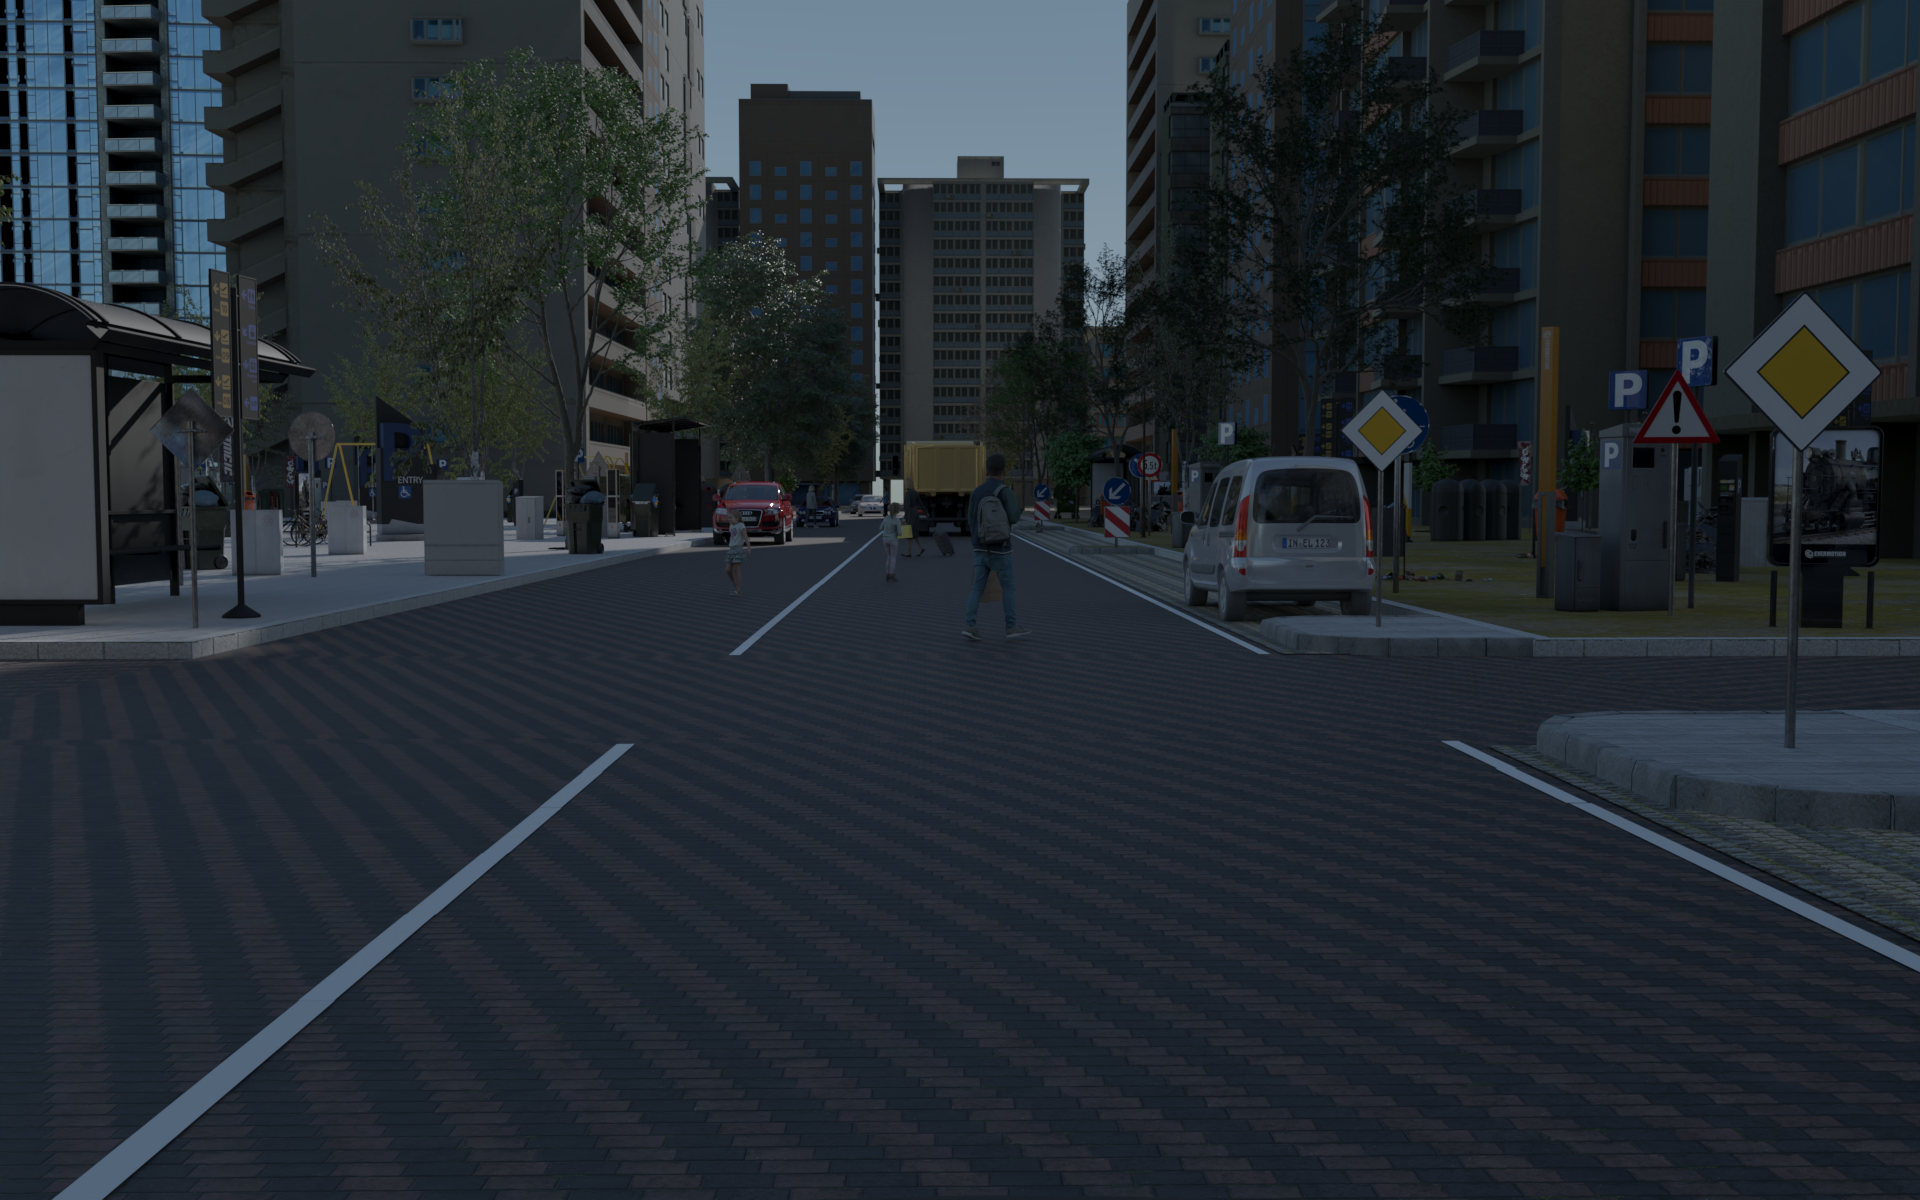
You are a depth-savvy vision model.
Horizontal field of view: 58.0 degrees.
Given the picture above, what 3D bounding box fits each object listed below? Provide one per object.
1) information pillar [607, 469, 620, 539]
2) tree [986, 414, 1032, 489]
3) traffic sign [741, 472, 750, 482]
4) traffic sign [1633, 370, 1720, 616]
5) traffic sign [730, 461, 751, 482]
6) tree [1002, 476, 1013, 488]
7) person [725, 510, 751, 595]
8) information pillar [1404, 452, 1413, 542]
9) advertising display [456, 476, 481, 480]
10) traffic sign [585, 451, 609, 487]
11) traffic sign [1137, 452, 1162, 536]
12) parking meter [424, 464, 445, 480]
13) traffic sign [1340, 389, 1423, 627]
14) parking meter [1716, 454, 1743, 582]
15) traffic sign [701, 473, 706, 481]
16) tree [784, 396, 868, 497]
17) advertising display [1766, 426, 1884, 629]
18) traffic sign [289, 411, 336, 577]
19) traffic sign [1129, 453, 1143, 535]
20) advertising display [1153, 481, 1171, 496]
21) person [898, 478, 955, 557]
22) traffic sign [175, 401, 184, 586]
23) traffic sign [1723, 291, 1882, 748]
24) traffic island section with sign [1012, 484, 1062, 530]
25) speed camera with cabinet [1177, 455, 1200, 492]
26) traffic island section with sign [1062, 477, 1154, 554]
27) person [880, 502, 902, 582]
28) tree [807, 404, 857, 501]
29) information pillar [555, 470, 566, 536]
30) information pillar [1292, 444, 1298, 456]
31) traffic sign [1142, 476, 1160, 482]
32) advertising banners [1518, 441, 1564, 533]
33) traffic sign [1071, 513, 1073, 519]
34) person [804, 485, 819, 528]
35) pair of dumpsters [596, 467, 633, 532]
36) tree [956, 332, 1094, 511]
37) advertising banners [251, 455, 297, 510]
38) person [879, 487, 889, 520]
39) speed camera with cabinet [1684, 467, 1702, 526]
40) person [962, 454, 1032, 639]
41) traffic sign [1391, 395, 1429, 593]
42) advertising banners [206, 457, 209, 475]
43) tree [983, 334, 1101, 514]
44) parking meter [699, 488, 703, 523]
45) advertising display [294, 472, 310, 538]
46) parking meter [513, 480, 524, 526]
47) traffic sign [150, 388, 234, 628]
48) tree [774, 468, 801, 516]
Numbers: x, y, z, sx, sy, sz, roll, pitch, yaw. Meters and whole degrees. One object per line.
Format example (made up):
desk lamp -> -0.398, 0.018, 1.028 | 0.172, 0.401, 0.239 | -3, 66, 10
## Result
information pillar -> -10.003, -2.782, 49.980 | 0.304, 2.012, 0.304 | 0, 4, 5
tree -> 4.203, -12.394, 153.011 | 4.737, 8.622, 4.395 | 0, 3, 0
traffic sign -> -11.368, -5.532, 90.548 | 0.768, 2.556, 0.104 | 0, 4, 1
traffic sign -> 7.511, -1.114, 18.225 | 0.884, 2.594, 0.081 | 0, 4, 4
traffic sign -> -8.635, -4.165, 68.108 | 0.884, 2.594, 0.081 | 0, 4, 6
tree -> 4.213, -10.508, 166.403 | 1.663, 3.219, 1.824 | 0, 3, 0
person -> -3.121, -0.681, 24.655 | 0.505, 1.210, 0.382 | 3, 5, 40
information pillar -> 11.923, -3.347, 46.076 | 0.183, 3.616, 0.504 | 0, 4, -1
advertising display -> -17.541, -3.471, 61.963 | 0.974, 1.923, 0.123 | -2, 4, -27
traffic sign -> -10.821, -3.174, 51.897 | 0.884, 2.594, 0.081 | 0, 4, 7
traffic sign -> 5.793, -3.233, 52.959 | 0.768, 2.556, 0.104 | 0, 4, 3
parking meter -> -10.271, -1.725, 33.916 | 0.255, 1.863, 0.399 | 1, 4, 12
traffic sign -> 4.043, -0.797, 16.675 | 0.795, 2.450, 0.064 | 0, 4, -1
parking meter -> 11.270, -1.203, 25.379 | 0.255, 1.863, 0.399 | 3, 4, 37
traffic sign -> -10.987, -4.398, 71.912 | 0.884, 2.594, 0.081 | 0, 4, 2
tree -> -11.524, -13.066, 148.046 | 7.601, 10.594, 8.767 | -1, 4, -23
advertising display -> 8.261, -0.695, 16.573 | 0.974, 1.923, 0.123 | 1, 4, 15
traffic sign -> -9.991, -1.627, 26.701 | 0.768, 2.556, 0.104 | 0, 4, 8
traffic sign -> 5.666, -3.307, 54.173 | 0.768, 2.556, 0.104 | 0, 4, 4
advertising display -> 9.924, -4.876, 84.935 | 0.974, 1.923, 0.123 | 2, 4, 31
person -> -0.790, -1.902, 39.816 | 1.509, 1.804, 0.699 | -2, 4, -29
traffic sign -> -10.934, -1.482, 24.240 | 0.884, 2.594, 0.081 | 0, 4, 3
traffic sign -> 4.191, -0.309, 8.692 | 0.795, 2.450, 0.064 | 0, 4, -1
traffic island section with sign -> 3.099, -3.682, 68.823 | 1.989, 1.847, 2.006 | 0, 4, -1
speed camera with cabinet -> 11.347, -5.674, 87.103 | 2.038, 3.252, 0.660 | 0, 4, 1
traffic island section with sign -> 3.603, -2.033, 41.872 | 1.989, 1.847, 2.006 | 0, 4, -1
person -> -1.112, -0.954, 28.373 | 0.425, 1.301, 0.394 | 1, 4, 21
tree -> -10.300, -11.407, 136.864 | 4.737, 8.622, 4.395 | 0, 3, 0
information pillar -> -12.162, -2.970, 53.049 | 0.304, 2.012, 0.304 | 2, 4, 31
information pillar -> 15.683, -5.501, 81.292 | 0.183, 3.616, 0.504 | -1, 4, -14
traffic sign -> 8.051, -4.492, 73.446 | 0.884, 2.594, 0.081 | 0, 4, 8
advertising banners -> 18.965, -3.671, 56.211 | 0.090, 3.025, 2.074 | -3, 4, -38
traffic sign -> 5.878, -5.541, 90.707 | 0.768, 2.556, 0.104 | 0, 4, 5
person -> -6.281, -3.909, 72.587 | 0.728, 1.800, 0.709 | -3, 5, -44
pair of dumpsters -> -11.772, -3.520, 60.052 | 1.574, 2.255, 4.437 | 0, 4, -1
tree -> 4.838, -13.418, 129.757 | 12.009, 13.543, 11.850 | 0, 3, 0
advertising banners -> -30.930, -5.005, 78.016 | 2.074, 3.025, 0.090 | -2, 4, -25
person -> -4.122, -5.320, 95.467 | 0.705, 1.826, 1.348 | 1, 4, 16
speed camera with cabinet -> 25.749, -3.946, 58.848 | 2.038, 3.252, 0.660 | 3, 5, 44
person -> 0.306, -0.521, 17.002 | 0.713, 1.824, 0.794 | -3, 4, -36
traffic sign -> 5.656, -1.363, 22.395 | 0.768, 2.556, 0.104 | 0, 4, 6
advertising banners -> -23.894, -3.582, 54.748 | 0.090, 3.025, 2.074 | -2, 4, -31
tree -> 5.205, -11.265, 109.937 | 9.928, 11.665, 9.643 | 0, 3, 0
parking meter -> -9.364, -3.417, 61.583 | 0.399, 1.863, 0.255 | 0, 3, 0
advertising display -> -19.197, -2.782, 50.704 | 0.123, 1.923, 0.974 | 0, 4, 3
parking meter -> -17.804, -3.921, 69.817 | 0.399, 1.863, 0.255 | 2, 4, 32
traffic sign -> -7.300, -0.786, 16.486 | 0.795, 2.450, 0.064 | 0, 4, -1
tree -> -10.323, -6.640, 103.160 | 1.663, 3.219, 1.824 | 0, 3, 0
